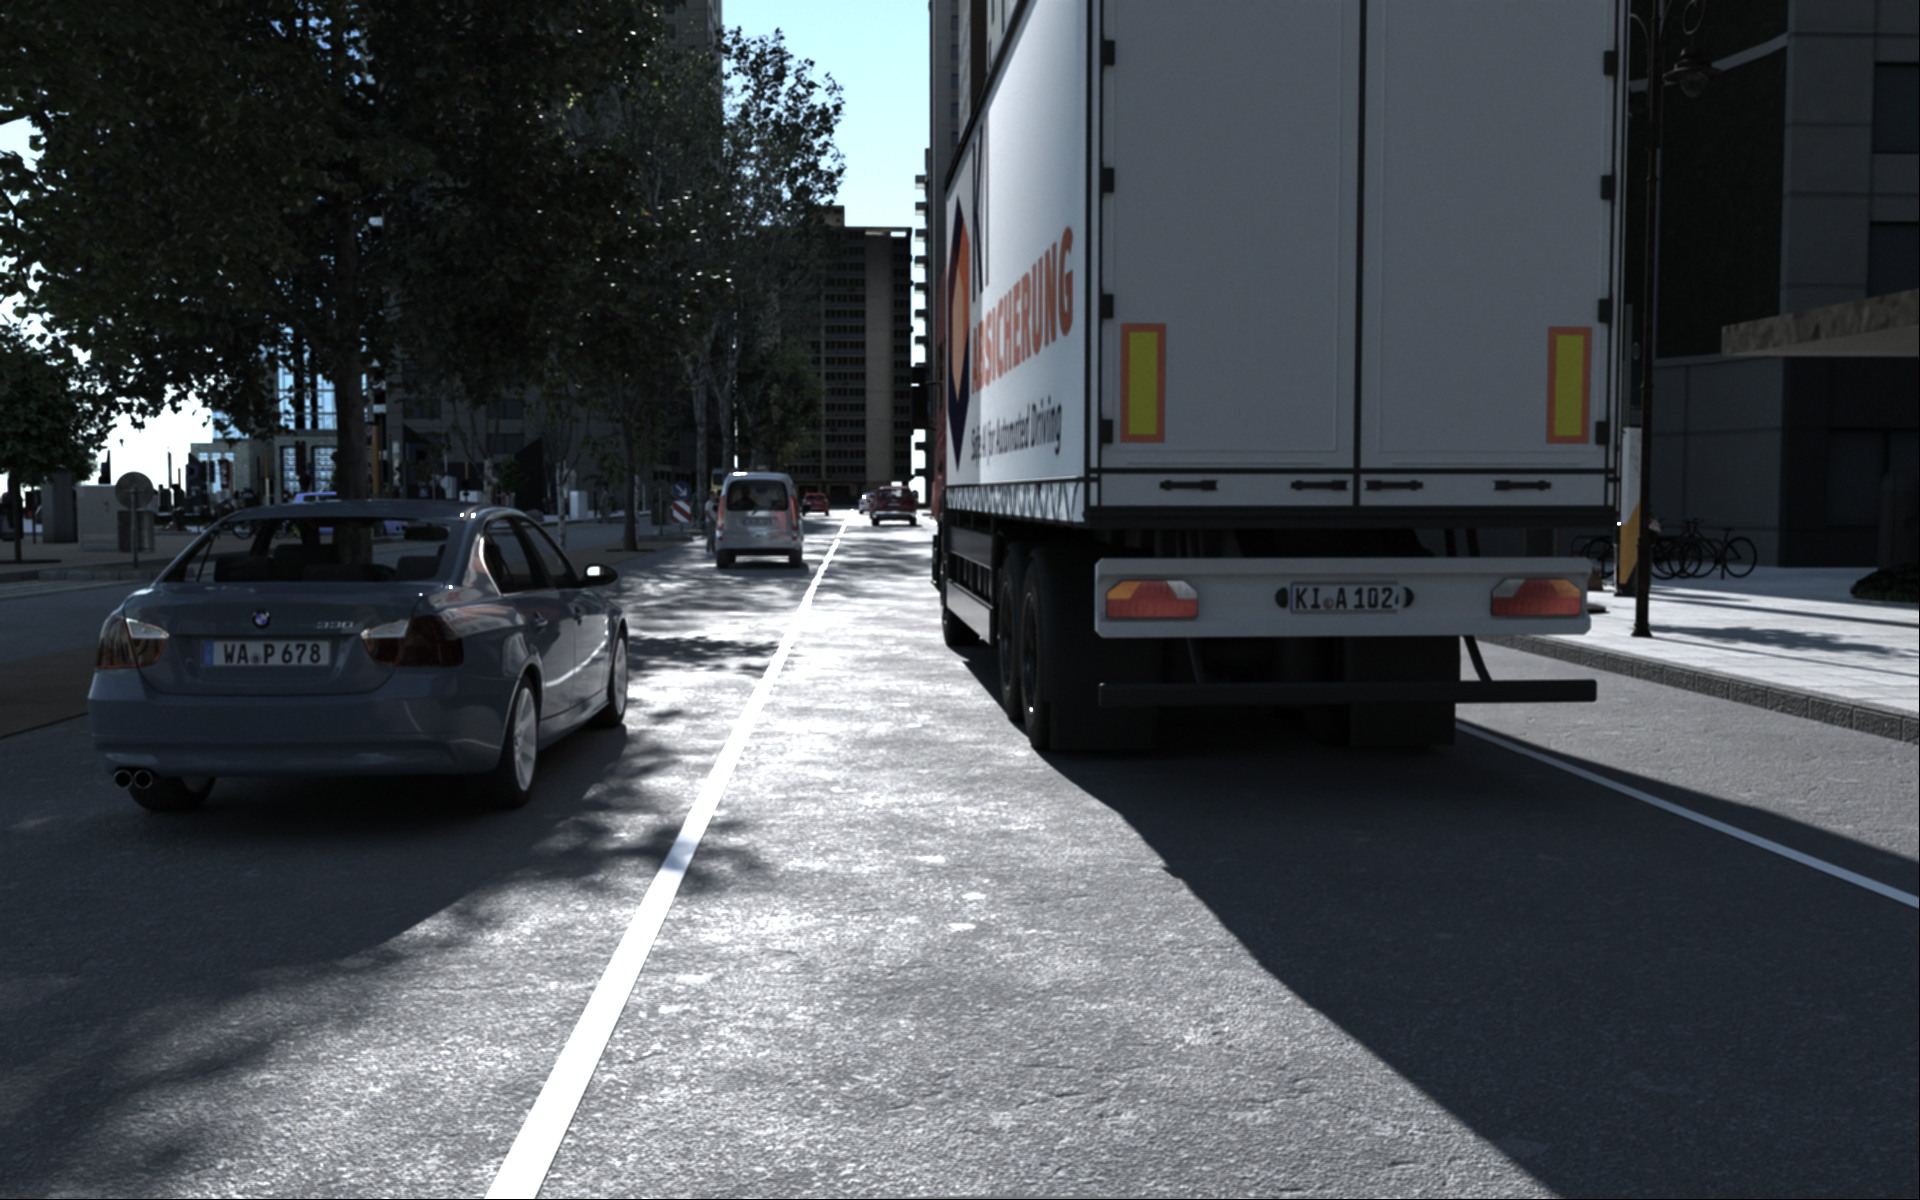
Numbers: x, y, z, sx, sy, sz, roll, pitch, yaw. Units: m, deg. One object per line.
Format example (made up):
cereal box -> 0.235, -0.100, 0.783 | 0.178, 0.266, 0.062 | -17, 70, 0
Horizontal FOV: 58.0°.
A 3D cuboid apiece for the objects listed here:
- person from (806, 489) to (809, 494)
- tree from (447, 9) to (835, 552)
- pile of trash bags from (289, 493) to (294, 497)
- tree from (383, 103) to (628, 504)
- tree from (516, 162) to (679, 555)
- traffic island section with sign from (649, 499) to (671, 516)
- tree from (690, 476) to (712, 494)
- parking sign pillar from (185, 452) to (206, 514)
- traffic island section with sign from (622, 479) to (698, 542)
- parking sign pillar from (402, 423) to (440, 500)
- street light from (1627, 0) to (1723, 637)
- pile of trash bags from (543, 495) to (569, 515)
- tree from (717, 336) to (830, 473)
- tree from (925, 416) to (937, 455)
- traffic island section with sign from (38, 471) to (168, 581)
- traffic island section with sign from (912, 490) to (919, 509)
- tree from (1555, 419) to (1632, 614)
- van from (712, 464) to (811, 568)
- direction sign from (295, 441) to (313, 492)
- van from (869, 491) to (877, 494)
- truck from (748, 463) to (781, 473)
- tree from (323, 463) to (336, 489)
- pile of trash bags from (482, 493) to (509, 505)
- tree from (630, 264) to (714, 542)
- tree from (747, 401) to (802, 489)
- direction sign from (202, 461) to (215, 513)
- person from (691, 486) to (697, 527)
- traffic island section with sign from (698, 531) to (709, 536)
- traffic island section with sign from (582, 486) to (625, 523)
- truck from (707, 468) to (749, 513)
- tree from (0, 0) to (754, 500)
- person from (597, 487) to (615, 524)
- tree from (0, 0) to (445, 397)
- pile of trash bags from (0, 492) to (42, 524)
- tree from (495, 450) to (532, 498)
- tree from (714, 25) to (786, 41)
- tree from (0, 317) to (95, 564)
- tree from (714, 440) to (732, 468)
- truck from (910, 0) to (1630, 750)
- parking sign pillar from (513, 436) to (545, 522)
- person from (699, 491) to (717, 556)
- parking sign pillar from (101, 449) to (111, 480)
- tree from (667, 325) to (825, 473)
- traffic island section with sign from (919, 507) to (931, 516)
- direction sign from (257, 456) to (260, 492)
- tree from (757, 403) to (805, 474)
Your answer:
person -> -11.518, -7.436, 130.095 | 0.388, 1.821, 0.555 | 0, 4, -7
tree -> -8.174, -7.936, 42.584 | 12.009, 13.543, 11.850 | 0, 3, 0
pile of trash bags -> -46.991, -6.787, 120.715 | 1.912, 1.369, 3.447 | -2, 4, -31
tree -> -7.974, -4.666, 29.114 | 4.360, 8.622, 3.978 | 0, 3, 0
tree -> -7.928, -4.982, 34.276 | 4.737, 8.622, 4.395 | 0, 3, 0
traffic island section with sign -> -19.023, -6.333, 112.175 | 1.989, 1.847, 2.006 | 0, 4, -3
tree -> -24.466, -10.214, 161.606 | 1.663, 3.219, 1.824 | 0, 3, 0
parking sign pillar -> -49.044, -7.501, 111.120 | 1.447, 3.967, 1.447 | 1, 4, 21
traffic island section with sign -> -9.210, -2.739, 52.925 | 2.006, 1.907, 1.989 | 0, 4, -3
parking sign pillar -> -20.590, -4.753, 66.188 | 1.447, 3.967, 1.447 | -3, 4, -37
street light -> 6.146, -2.609, 15.440 | 0.468, 5.910, 1.993 | 0, 4, -3
pile of trash bags -> -24.578, -5.875, 105.814 | 1.912, 1.369, 3.447 | 1, 4, 21
tree -> -12.107, -11.209, 111.476 | 9.928, 11.665, 9.643 | 0, 3, 0
tree -> -0.715, -11.664, 141.076 | 4.737, 8.622, 4.395 | 0, 3, 0
traffic island section with sign -> -14.241, -1.275, 29.478 | 1.989, 1.847, 2.006 | 0, 4, -3
traffic island section with sign -> -4.371, -9.467, 163.405 | 1.989, 1.847, 2.006 | 0, 4, -3
tree -> 6.677, -1.493, 19.008 | 1.663, 3.219, 1.824 | 0, 3, 0
van -> -4.009, -1.705, 34.886 | 2.013, 2.044, 4.112 | 0, 4, -5
direction sign -> -28.106, -5.010, 73.903 | 0.379, 3.537, 0.876 | 0, 4, 7
van -> -10.269, -12.365, 209.184 | 2.013, 2.044, 4.112 | 0, 4, -2
truck -> -17.957, -10.365, 158.377 | 2.839, 4.237, 11.283 | 0, 4, -2
tree -> -32.835, -5.921, 91.404 | 1.663, 3.219, 1.824 | 0, 3, 0
pile of trash bags -> -27.651, -5.613, 101.520 | 1.912, 1.369, 3.447 | 2, 4, 30
tree -> -9.541, -6.001, 50.937 | 4.360, 8.622, 3.978 | 0, 3, 0
tree -> -13.253, -10.452, 123.704 | 4.737, 8.622, 4.395 | 0, 3, 0
direction sign -> -51.405, -7.740, 118.542 | 0.379, 3.537, 0.876 | 3, 5, 41
person -> -11.260, -4.004, 74.217 | 0.529, 1.795, 0.600 | 2, 4, 29
traffic island section with sign -> -9.627, -3.192, 60.320 | 2.006, 1.907, 1.989 | 0, 4, -3
traffic island section with sign -> -17.455, -4.686, 85.245 | 1.989, 1.847, 2.006 | 0, 4, -3
truck -> -17.164, -8.257, 130.933 | 3.469, 3.379, 9.791 | 0, 4, -2
tree -> -7.510, -6.220, 21.163 | 9.611, 12.733, 9.660 | 0, 3, 0
person -> -17.030, -4.554, 83.234 | 0.850, 1.792, 0.678 | 0, 4, 5
tree -> -7.122, -5.584, 11.890 | 7.486, 12.596, 7.792 | 0, 3, 0
pile of trash bags -> -38.736, -3.894, 73.415 | 3.447, 1.369, 1.912 | -3, 5, -40
tree -> -19.842, -5.031, 76.857 | 1.663, 3.219, 1.824 | 0, 3, 0
tree -> -11.087, -12.713, 66.203 | 12.611, 20.169, 13.585 | 0, 3, 0
tree -> -17.548, -2.973, 32.317 | 4.285, 4.588, 4.351 | 0, 3, 0
tree -> -26.472, -14.465, 186.868 | 4.360, 8.622, 3.978 | 0, 3, 0
truck -> 1.273, -1.477, 13.058 | 2.839, 4.237, 11.283 | 0, 4, -5
parking sign pillar -> -19.883, -5.578, 79.665 | 1.447, 3.967, 1.447 | -2, 4, -27
person -> -5.799, -1.793, 40.419 | 0.523, 1.515, 0.503 | -1, 4, -22
parking sign pillar -> -51.298, -7.071, 104.083 | 1.447, 3.967, 1.447 | -1, 4, -21
tree -> -11.150, -9.351, 89.766 | 8.767, 10.594, 7.601 | 0, 4, -3
traffic island section with sign -> -1.497, -6.430, 113.762 | 1.989, 1.847, 2.006 | 0, 4, -3
direction sign -> -42.252, -6.874, 104.386 | 0.379, 3.537, 0.876 | -1, 4, -14
tree -> -12.604, -10.151, 118.781 | 4.360, 8.622, 3.978 | 0, 3, 0
